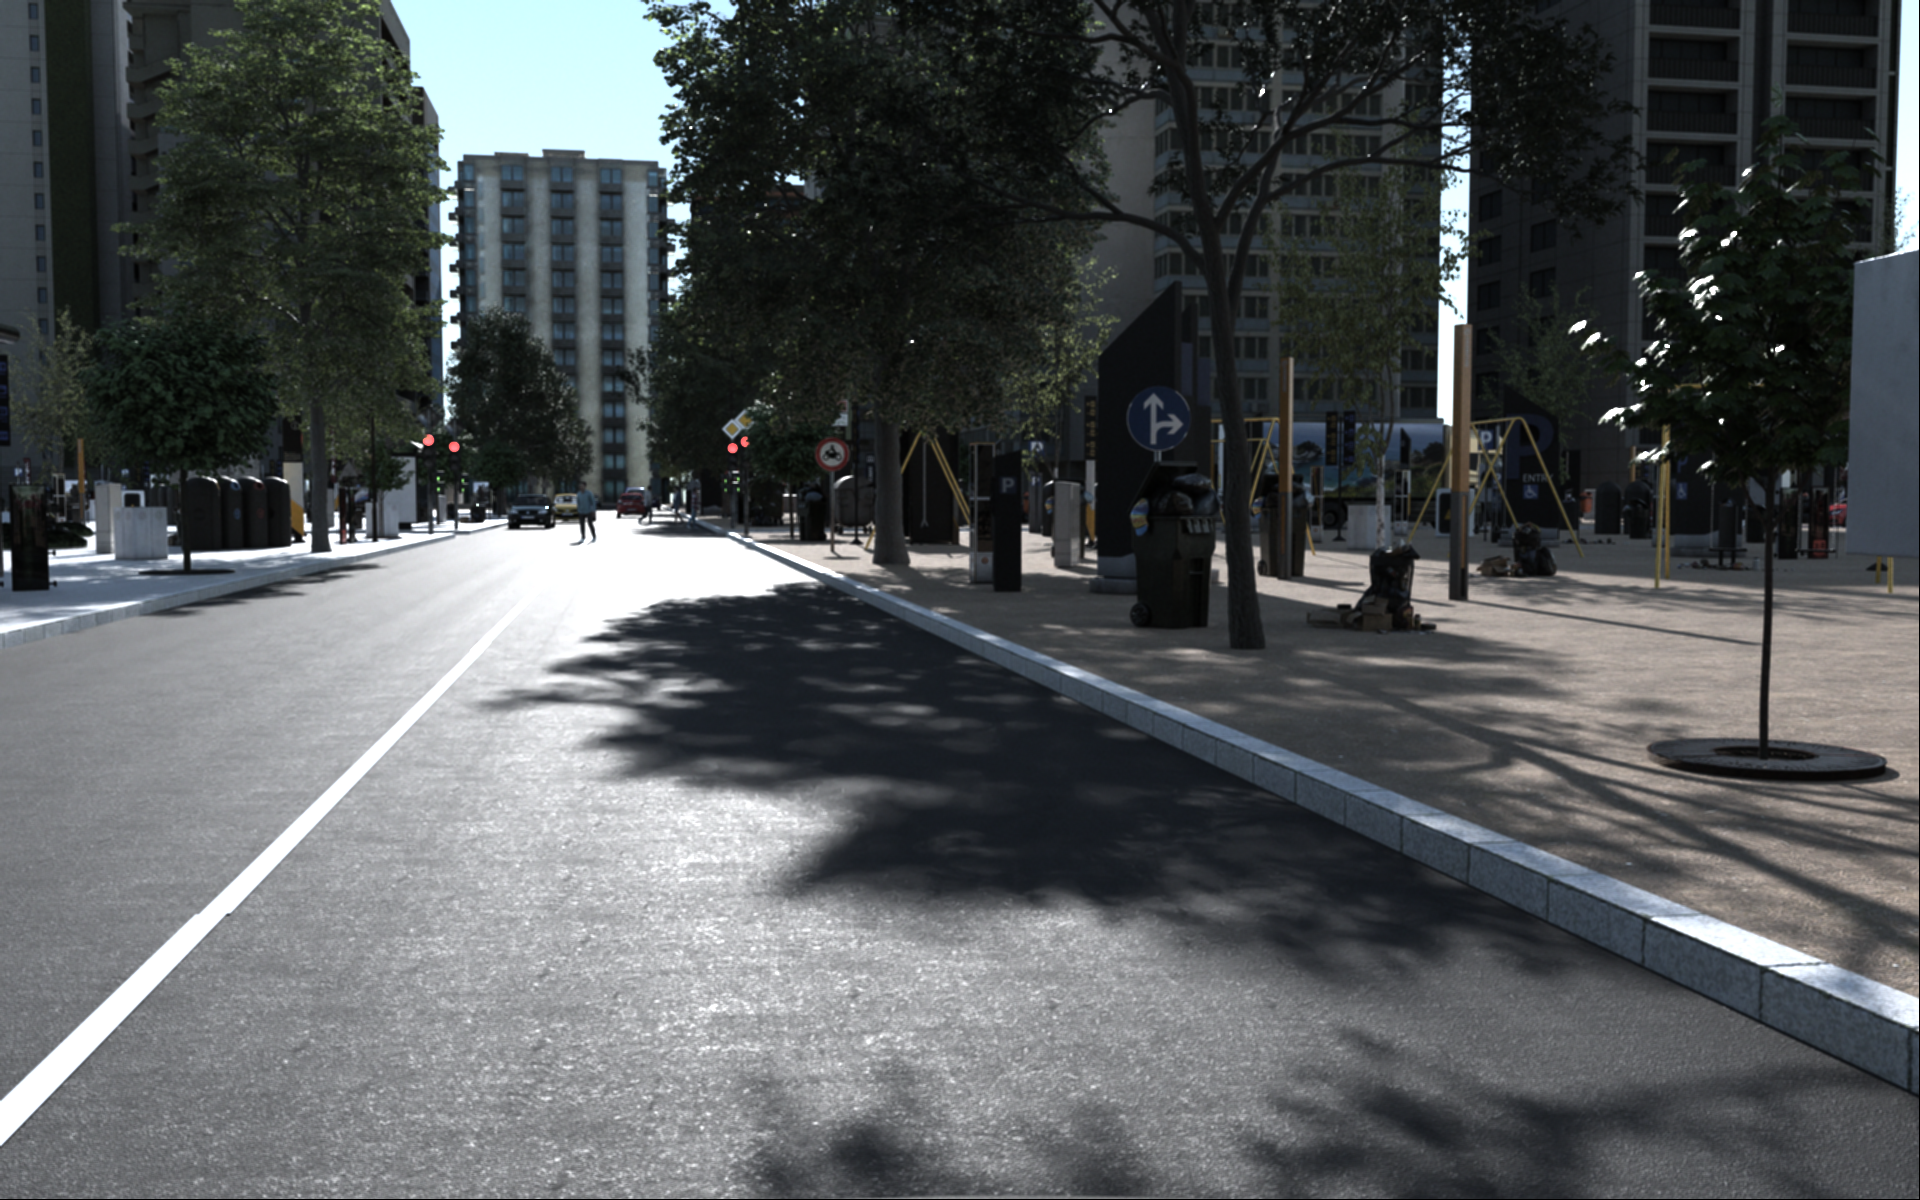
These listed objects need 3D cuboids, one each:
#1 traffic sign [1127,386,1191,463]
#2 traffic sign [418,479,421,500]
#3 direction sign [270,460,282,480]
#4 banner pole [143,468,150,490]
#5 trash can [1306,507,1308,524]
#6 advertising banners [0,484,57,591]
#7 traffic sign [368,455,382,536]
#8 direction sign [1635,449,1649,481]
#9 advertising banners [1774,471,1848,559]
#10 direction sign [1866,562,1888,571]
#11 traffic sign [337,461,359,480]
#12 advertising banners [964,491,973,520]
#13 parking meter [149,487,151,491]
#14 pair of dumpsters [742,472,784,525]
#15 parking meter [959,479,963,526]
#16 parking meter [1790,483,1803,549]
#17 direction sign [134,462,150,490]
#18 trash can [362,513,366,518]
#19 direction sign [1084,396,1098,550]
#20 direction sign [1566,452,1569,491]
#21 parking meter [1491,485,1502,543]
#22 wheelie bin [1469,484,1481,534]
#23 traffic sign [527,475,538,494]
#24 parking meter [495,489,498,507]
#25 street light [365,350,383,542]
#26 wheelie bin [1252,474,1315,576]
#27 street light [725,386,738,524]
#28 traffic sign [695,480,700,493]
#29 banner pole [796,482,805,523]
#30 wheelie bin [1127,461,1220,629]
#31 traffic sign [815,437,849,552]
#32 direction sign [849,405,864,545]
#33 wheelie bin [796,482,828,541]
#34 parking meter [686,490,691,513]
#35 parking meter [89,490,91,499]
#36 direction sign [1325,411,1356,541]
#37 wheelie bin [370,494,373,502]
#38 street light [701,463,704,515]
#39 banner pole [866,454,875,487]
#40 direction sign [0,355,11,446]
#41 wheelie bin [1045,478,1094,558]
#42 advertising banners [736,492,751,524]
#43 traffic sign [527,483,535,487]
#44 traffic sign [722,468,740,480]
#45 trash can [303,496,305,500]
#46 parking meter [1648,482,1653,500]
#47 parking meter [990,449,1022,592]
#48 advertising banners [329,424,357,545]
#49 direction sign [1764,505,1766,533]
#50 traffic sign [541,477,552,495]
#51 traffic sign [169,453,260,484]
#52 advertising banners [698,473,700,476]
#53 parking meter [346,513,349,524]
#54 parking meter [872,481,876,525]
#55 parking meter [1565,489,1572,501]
[{"bbox_3d":[2.335,-1.247,20.499,0.768,2.556,0.104,0,4,-7],"label":"traffic sign"},{"bbox_3d":[-26.889,-5.246,85.870,0.768,2.556,0.104,0,4,-2],"label":"traffic sign"},{"bbox_3d":[-45.107,-7.475,114.216,0.876,3.537,0.379,1,4,15],"label":"direction sign"},{"bbox_3d":[-55.886,-7.908,119.310,0.863,3.779,0.401,-3,4,-38],"label":"banner pole"},{"bbox_3d":[11.529,-2.891,58.926,0.748,1.137,0.748,0,3,0],"label":"trash can"},{"bbox_3d":[-12.825,-1.603,22.389,0.090,3.025,2.074,3,5,41],"label":"advertising banners"},{"bbox_3d":[-17.049,-3.106,50.892,0.768,2.556,0.104,0,4,-6],"label":"traffic sign"},{"bbox_3d":[33.999,-5.773,86.380,0.876,3.537,0.379,-2,4,-24],"label":"direction sign"},{"bbox_3d":[16.993,-2.329,34.265,2.074,3.025,0.090,-1,4,-19],"label":"advertising banners"},{"bbox_3d":[15.431,-2.262,28.982,0.379,3.537,0.876,3,4,36],"label":"direction sign"},{"bbox_3d":[-23.840,-4.133,67.581,0.884,2.594,0.081,-1,4,-10],"label":"traffic sign"},{"bbox_3d":[-0.244,-5.376,84.084,2.074,3.025,0.090,-2,4,-25],"label":"advertising banners"},{"bbox_3d":[-59.251,-7.420,127.027,0.255,1.863,0.399,1,4,15],"label":"parking meter"},{"bbox_3d":[-8.193,-4.281,72.490,1.574,2.255,4.437,-1,4,-11],"label":"pair of dumpsters"},{"bbox_3d":[-0.080,-3.883,69.192,0.255,1.863,0.399,3,5,41],"label":"parking meter"},{"bbox_3d":[19.430,-1.956,40.386,0.372,1.533,0.369,0,3,0],"label":"parking meter"},{"bbox_3d":[-52.797,-7.331,111.860,0.876,3.537,0.379,-2,4,-32],"label":"direction sign"},{"bbox_3d":[-32.219,-5.034,93.966,0.748,1.137,0.748,0,3,0],"label":"trash can"},{"bbox_3d":[3.214,-2.943,40.121,0.876,3.537,0.379,-3,4,-38],"label":"direction sign"},{"bbox_3d":[32.570,-6.172,92.911,0.379,3.537,0.876,1,4,14],"label":"direction sign"},{"bbox_3d":[14.180,-2.271,45.537,0.372,1.533,0.369,0,3,0],"label":"parking meter"},{"bbox_3d":[16.434,-2.933,55.856,0.980,1.594,0.693,-3,5,-40],"label":"wheelie bin"},{"bbox_3d":[-28.819,-7.139,116.825,0.768,2.556,0.104,0,4,-5],"label":"traffic sign"},{"bbox_3d":[-35.494,-7.795,133.159,0.399,1.863,0.255,-2,4,-28],"label":"parking meter"},{"bbox_3d":[-15.617,-4.482,46.063,0.468,5.910,1.993,-1,4,-11],"label":"street light"},{"bbox_3d":[5.089,-1.176,27.128,0.980,1.594,0.693,-1,4,-9],"label":"wheelie bin"},{"bbox_3d":[-9.634,-6.134,73.074,0.468,5.910,1.993,-1,4,-11],"label":"street light"},{"bbox_3d":[-17.976,-7.182,119.554,0.606,2.300,0.079,0,4,-6],"label":"traffic sign"},{"bbox_3d":[-7.085,-5.235,75.606,0.401,3.779,0.863,-1,4,-11],"label":"banner pole"},{"bbox_3d":[2.097,-0.540,16.744,0.980,1.594,0.693,-3,5,-43],"label":"wheelie bin"},{"bbox_3d":[-2.849,-2.356,38.628,0.768,2.556,0.104,0,4,-7],"label":"traffic sign"},{"bbox_3d":[-2.643,-3.187,44.100,0.379,3.537,0.876,0,4,6],"label":"direction sign"},{"bbox_3d":[-4.051,-2.414,47.373,0.693,1.594,0.980,-3,4,-38],"label":"wheelie bin"},{"bbox_3d":[-18.287,-6.620,116.648,0.372,1.533,0.369,0,3,0],"label":"parking meter"},{"bbox_3d":[-48.417,-5.386,96.466,0.372,1.533,0.369,0,3,0],"label":"parking meter"},{"bbox_3d":[10.393,-3.386,47.364,0.876,3.537,0.379,3,5,40],"label":"direction sign"},{"bbox_3d":[-24.716,-3.995,73.219,0.980,1.594,0.693,-2,4,-24],"label":"wheelie bin"},{"bbox_3d":[-15.763,-8.132,105.741,0.468,5.910,1.993,-1,4,-11],"label":"street light"},{"bbox_3d":[-4.723,-6.385,94.409,0.863,3.779,0.401,1,4,10],"label":"banner pole"},{"bbox_3d":[-15.802,-2.200,27.975,0.379,3.537,0.876,3,5,42],"label":"direction sign"},{"bbox_3d":[2.220,-1.643,34.775,0.980,1.594,0.693,0,4,-7],"label":"wheelie bin"},{"bbox_3d":[-8.761,-4.828,75.119,2.074,3.025,0.090,-2,4,-32],"label":"advertising banners"},{"bbox_3d":[-33.290,-8.233,134.719,0.768,2.556,0.104,0,4,-2],"label":"traffic sign"},{"bbox_3d":[-8.801,-4.108,67.175,0.884,2.594,0.081,0,4,-3],"label":"traffic sign"},{"bbox_3d":[-44.074,-6.363,115.683,0.748,1.137,0.748,0,3,0],"label":"trash can"},{"bbox_3d":[34.130,-4.875,85.410,0.399,1.863,0.255,1,4,21],"label":"parking meter"},{"bbox_3d":[0.602,-1.045,22.789,0.399,1.863,0.255,0,4,-5],"label":"parking meter"},{"bbox_3d":[-15.734,-2.932,44.131,0.090,3.025,2.074,0,4,-3],"label":"advertising banners"},{"bbox_3d":[26.455,-3.962,56.773,0.379,3.537,0.876,-1,4,-17],"label":"direction sign"},{"bbox_3d":[-31.610,-8.094,132.334,0.884,2.594,0.081,0,4,-5],"label":"traffic sign"},{"bbox_3d":[-19.025,-3.078,44.195,2.265,3.308,0.079,0,4,-3],"label":"traffic sign"},{"bbox_3d":[-20.054,-8.740,139.079,2.074,3.025,0.090,-1,4,-19],"label":"advertising banners"},{"bbox_3d":[-26.736,-4.097,75.402,0.372,1.533,0.369,0,3,0],"label":"parking meter"},{"bbox_3d":[-3.468,-4.069,72.232,0.399,1.863,0.255,1,4,15],"label":"parking meter"},{"bbox_3d":[30.862,-4.861,87.882,0.372,1.533,0.369,0,3,0],"label":"parking meter"}]
